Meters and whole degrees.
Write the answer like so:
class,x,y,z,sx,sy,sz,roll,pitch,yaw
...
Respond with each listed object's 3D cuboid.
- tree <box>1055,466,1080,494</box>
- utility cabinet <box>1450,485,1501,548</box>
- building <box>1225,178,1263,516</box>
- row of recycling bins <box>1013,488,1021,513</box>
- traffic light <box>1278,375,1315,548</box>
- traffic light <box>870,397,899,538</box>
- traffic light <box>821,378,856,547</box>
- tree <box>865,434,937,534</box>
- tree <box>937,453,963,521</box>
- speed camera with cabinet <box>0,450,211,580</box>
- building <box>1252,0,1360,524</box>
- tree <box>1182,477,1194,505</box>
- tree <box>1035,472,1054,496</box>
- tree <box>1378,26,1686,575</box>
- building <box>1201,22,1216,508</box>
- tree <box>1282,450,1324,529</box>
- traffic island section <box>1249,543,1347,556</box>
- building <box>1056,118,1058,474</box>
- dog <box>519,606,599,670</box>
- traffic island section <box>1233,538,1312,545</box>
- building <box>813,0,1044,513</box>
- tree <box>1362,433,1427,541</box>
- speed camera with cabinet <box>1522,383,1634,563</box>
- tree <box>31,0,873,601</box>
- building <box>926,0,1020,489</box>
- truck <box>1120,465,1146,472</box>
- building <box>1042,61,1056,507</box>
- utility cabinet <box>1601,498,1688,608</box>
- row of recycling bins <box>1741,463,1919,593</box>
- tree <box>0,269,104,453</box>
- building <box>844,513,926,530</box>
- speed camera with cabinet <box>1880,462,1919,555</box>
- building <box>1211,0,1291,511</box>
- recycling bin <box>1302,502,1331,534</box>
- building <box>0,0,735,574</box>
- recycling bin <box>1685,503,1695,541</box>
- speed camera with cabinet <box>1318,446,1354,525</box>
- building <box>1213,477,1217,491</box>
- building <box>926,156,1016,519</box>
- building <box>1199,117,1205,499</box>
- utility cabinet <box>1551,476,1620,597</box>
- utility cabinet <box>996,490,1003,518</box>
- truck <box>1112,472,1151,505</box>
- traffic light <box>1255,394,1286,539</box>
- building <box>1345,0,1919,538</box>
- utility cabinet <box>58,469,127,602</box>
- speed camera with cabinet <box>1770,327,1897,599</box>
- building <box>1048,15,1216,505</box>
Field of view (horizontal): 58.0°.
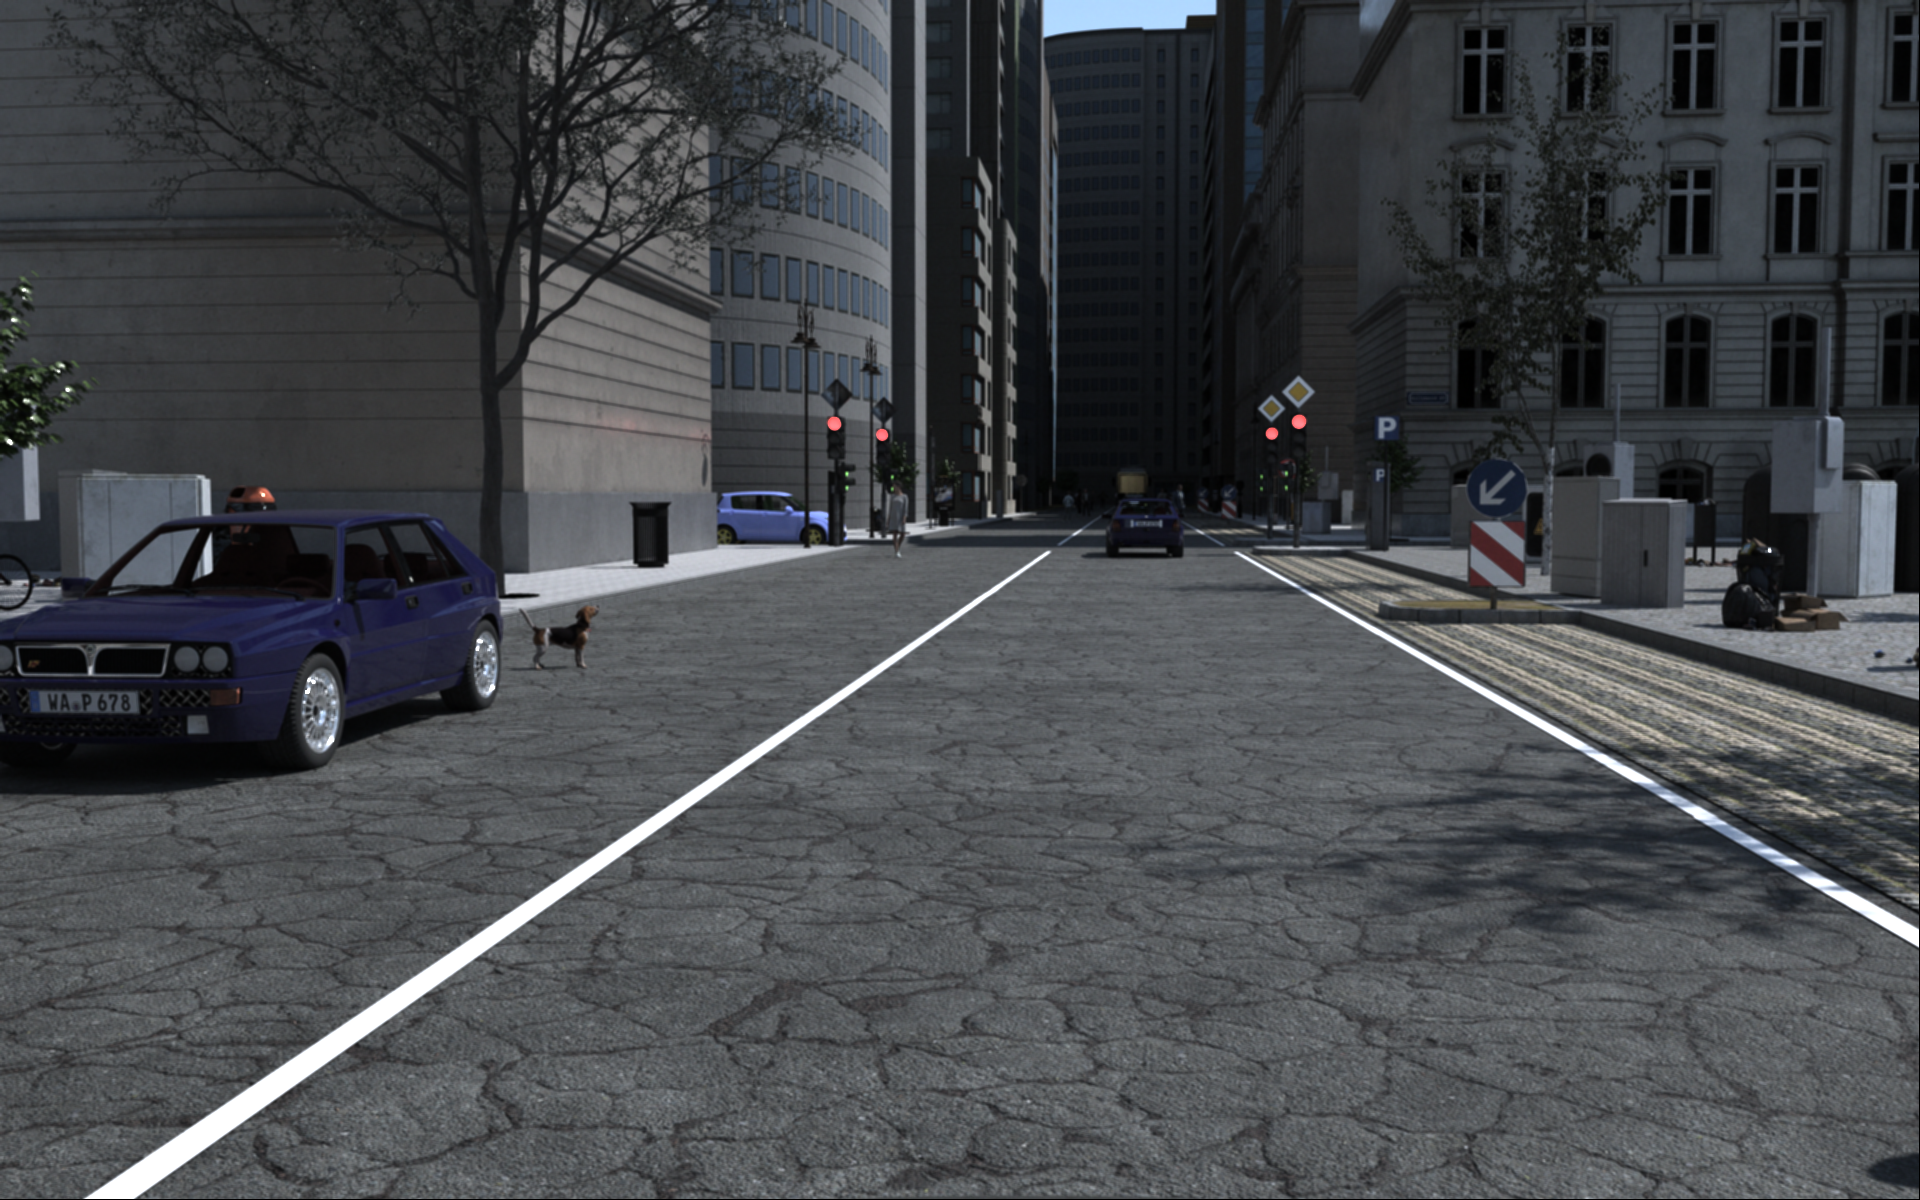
class,x,y,z,sx,sy,sz,roll,pitch,yaw
tree,12.510,-13.362,202.174,4.285,4.588,4.351,0,3,0
utility cabinet,12.048,-1.946,40.501,0.318,1.500,1.173,-3,4,-37
building,24.259,-16.454,110.824,13.314,21.916,24.055,0,4,6
row of recycling bins,2.463,-6.905,120.002,3.534,1.692,1.069,0,4,3
traffic light,7.976,-3.187,41.034,0.839,4.253,0.868,0,4,6
traffic light,-2.189,-3.739,50.055,0.839,4.253,0.868,0,4,6
traffic light,-2.983,-3.253,42.109,0.839,4.253,0.868,0,4,6
tree,-1.992,-3.725,55.501,1.663,3.219,1.824,0,3,0
tree,-0.650,-5.331,81.771,1.663,3.219,1.824,0,3,0
speed camera with cabinet,-7.553,-1.253,14.815,2.038,3.252,0.660,-1,4,-16
building,21.605,-17.676,86.267,12.463,27.353,25.104,0,4,6
tree,25.674,-12.350,196.525,1.663,3.219,1.824,0,3,0
tree,7.201,-9.347,147.427,1.663,3.219,1.824,0,3,0
tree,9.095,-4.705,27.294,4.360,8.622,3.978,0,3,0
building,35.232,-33.494,171.323,21.300,48.544,21.600,0,4,6
tree,12.809,-4.296,64.843,1.663,3.219,1.824,0,3,0
traffic island section,8.015,-1.154,41.144,2.009,0.180,2.903,0,4,6
building,3.354,-33.141,191.969,14.200,45.320,14.600,0,4,6
dog,-3.291,0.307,14.265,0.406,0.507,0.540,2,4,27
traffic island section,8.809,-1.640,49.090,2.009,0.180,2.903,0,4,6
building,-3.856,-37.375,153.076,21.231,58.520,28.212,0,4,6
tree,12.008,-3.247,47.684,1.663,3.219,1.824,0,3,0
speed camera with cabinet,11.227,-2.275,31.529,0.660,3.252,2.038,-2,4,-31
tree,-5.656,-6.769,21.043,12.009,13.543,11.850,0,3,0
building,-2.946,-27.444,132.299,14.154,41.232,14.086,0,4,6
truck,17.398,-11.326,174.098,2.839,4.237,11.283,0,4,6
building,1.737,-32.057,174.250,14.600,45.320,14.200,0,4,6
utility cabinet,7.837,-0.534,19.899,0.306,1.237,1.020,-1,4,-23
row of recycling bins,12.295,-0.970,22.978,3.534,1.692,1.069,0,4,7
tree,-7.469,-1.105,12.670,1.663,3.219,1.824,0,3,0
building,-13.397,-32.045,65.927,21.231,58.520,28.212,0,4,6
speed camera with cabinet,21.272,-2.687,38.270,0.660,3.252,2.038,0,4,3
building,26.854,-29.546,133.184,14.600,45.320,14.200,0,4,6
recycling bin,11.465,-2.640,55.714,0.722,1.027,0.722,3,4,36
building,-17.367,-15.124,34.672,23.554,28.519,14.401,0,4,6
recycling bin,20.020,-2.179,48.176,0.722,1.027,0.722,1,4,17
speed camera with cabinet,15.783,-4.704,71.239,2.038,3.252,0.660,3,4,36
building,32.916,-43.492,149.344,20.563,71.187,20.611,0,4,6
building,-11.371,-15.881,104.691,27.650,21.520,28.899,0,4,6
building,33.438,-30.978,190.081,14.154,41.232,14.086,0,4,6
utility cabinet,7.843,-0.798,21.722,0.318,1.500,1.173,0,4,-7
utility cabinet,2.125,-5.153,92.925,0.318,1.500,1.173,0,4,5
truck,14.885,-9.420,149.938,3.469,3.379,9.791,0,4,5
traffic light,8.770,-3.673,48.980,0.839,4.253,0.868,0,4,6
building,30.547,-14.395,54.441,34.723,24.649,14.460,0,4,6
utility cabinet,-8.049,-0.455,16.125,0.318,1.500,1.173,-3,5,-41
speed camera with cabinet,10.733,-1.645,21.236,2.038,3.252,0.660,-3,4,-37
building,20.979,-41.353,218.112,28.212,58.520,21.231,0,4,6
